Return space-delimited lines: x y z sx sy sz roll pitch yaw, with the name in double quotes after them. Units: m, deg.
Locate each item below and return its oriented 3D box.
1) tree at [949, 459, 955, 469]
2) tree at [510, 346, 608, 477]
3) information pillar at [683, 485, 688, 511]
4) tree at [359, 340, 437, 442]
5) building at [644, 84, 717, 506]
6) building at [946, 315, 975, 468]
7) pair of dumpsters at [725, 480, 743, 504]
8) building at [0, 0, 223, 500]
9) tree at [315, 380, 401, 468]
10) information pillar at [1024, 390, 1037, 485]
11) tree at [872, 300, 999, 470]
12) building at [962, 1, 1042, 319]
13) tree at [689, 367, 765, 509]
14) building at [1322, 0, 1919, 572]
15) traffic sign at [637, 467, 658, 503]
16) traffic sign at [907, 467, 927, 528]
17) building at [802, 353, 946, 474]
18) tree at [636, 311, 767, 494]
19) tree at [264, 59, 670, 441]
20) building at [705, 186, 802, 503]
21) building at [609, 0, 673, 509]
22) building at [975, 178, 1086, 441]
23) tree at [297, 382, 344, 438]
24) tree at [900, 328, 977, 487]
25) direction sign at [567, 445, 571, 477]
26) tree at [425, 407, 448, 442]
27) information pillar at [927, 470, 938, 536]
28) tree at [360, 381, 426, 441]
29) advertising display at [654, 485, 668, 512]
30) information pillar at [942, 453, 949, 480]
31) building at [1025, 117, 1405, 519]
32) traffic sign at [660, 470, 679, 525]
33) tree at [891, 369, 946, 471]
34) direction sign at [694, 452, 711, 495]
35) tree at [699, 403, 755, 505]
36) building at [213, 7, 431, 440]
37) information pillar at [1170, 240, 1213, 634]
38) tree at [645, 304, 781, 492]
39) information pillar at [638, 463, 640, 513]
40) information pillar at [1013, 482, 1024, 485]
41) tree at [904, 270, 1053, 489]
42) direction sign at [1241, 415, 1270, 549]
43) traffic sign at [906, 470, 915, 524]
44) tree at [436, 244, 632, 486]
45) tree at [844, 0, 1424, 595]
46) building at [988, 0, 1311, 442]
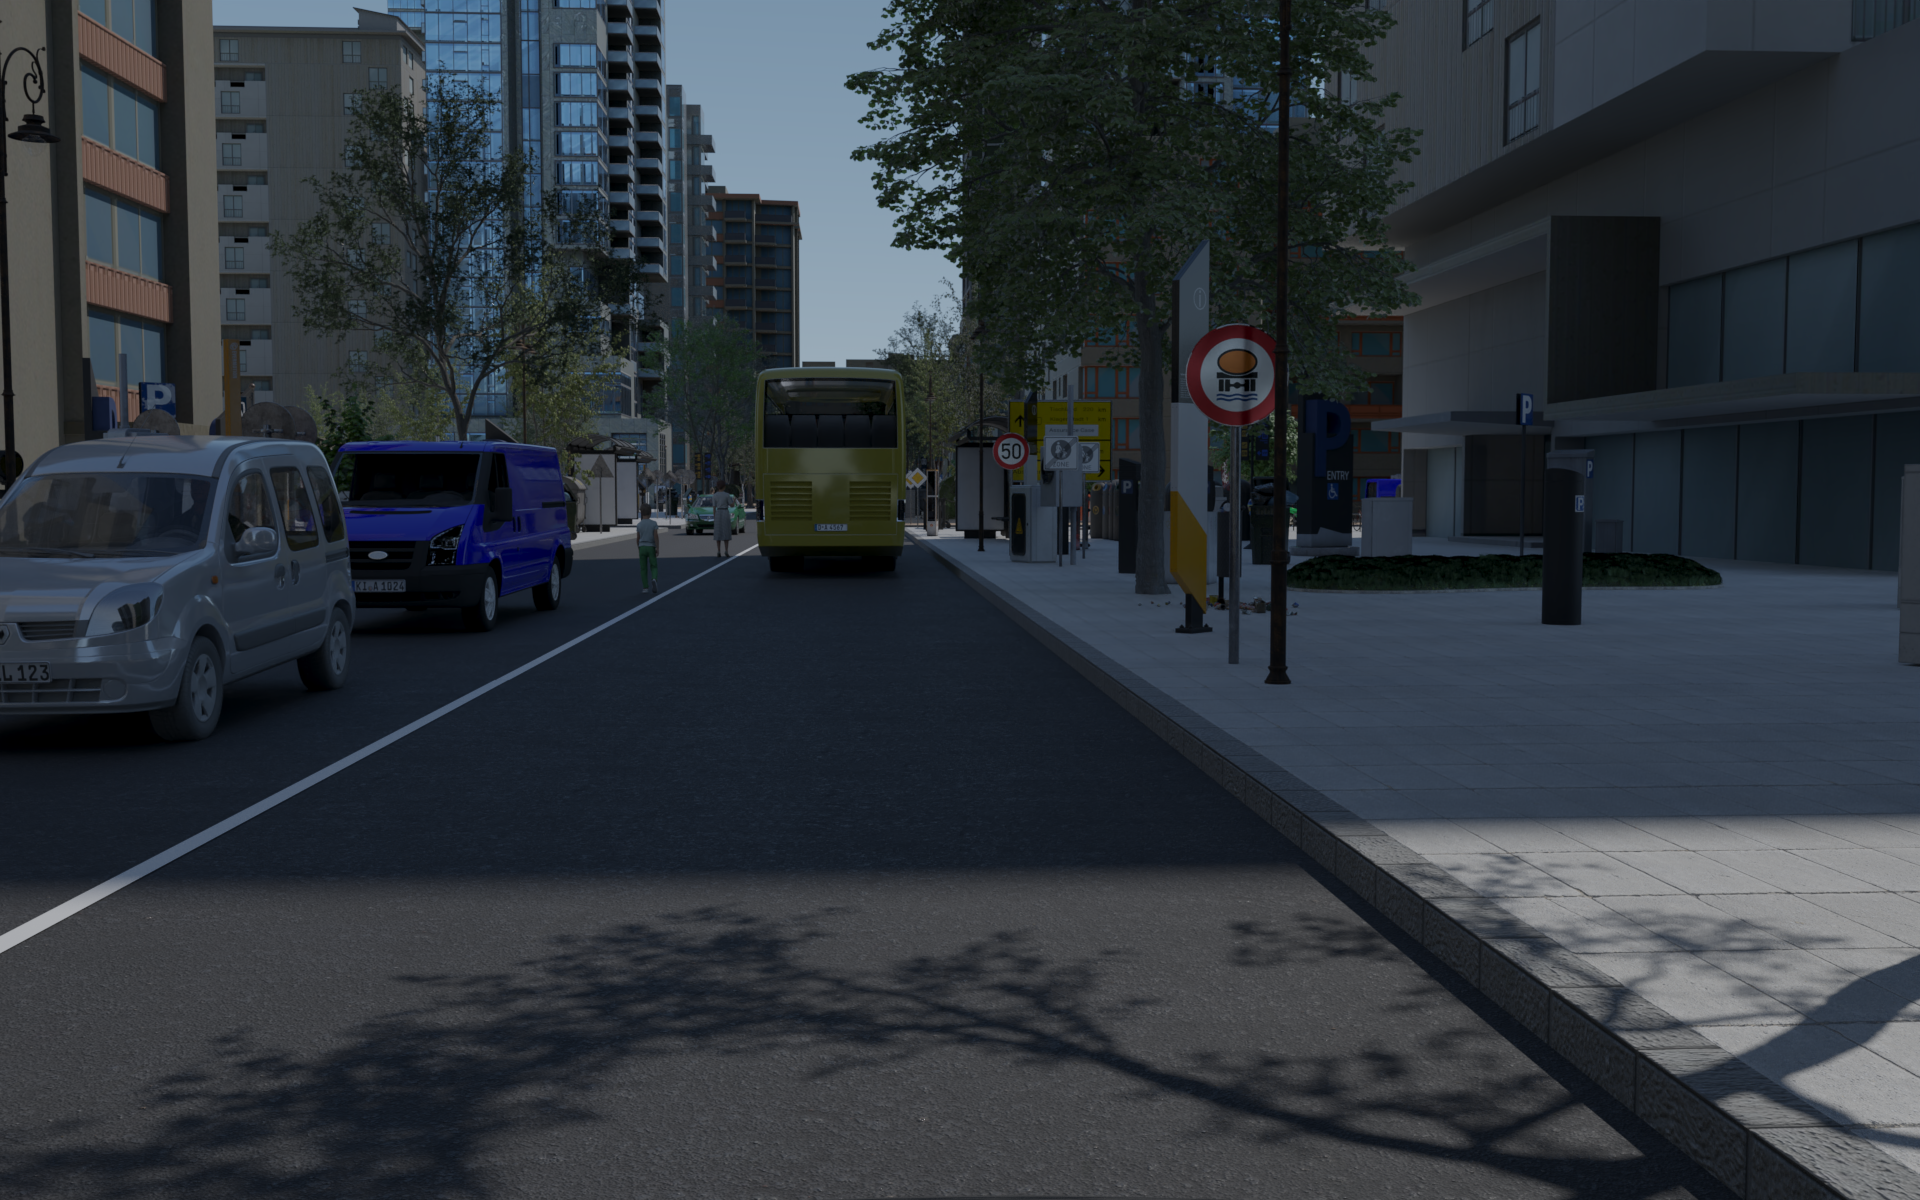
0.729 -8.876 128.833 4.285 4.588 4.351 0 3 0 "tree"
-19.258 -8.179 84.089 4.360 8.622 3.978 0 3 0 "tree"
-21.139 -7.870 133.171 0.304 2.012 0.304 -2 4 -31 "information pillar"
-23.873 -7.814 78.128 4.737 8.622 4.395 0 3 0 "tree"
-44.023 -35.599 201.650 30.456 49.044 23.786 0 4 -3 "building"
13.382 -20.641 182.520 27.650 21.520 28.899 0 4 -3 "building"
-16.133 -7.292 121.711 1.574 2.255 4.437 0 4 -3 "pair of dumpsters"
-33.497 -23.746 42.872 28.867 44.769 22.147 0 4 -3 "building"
-10.290 -2.136 29.526 1.663 3.219 1.824 0 3 0 "tree"
1.508 -2.784 36.870 0.183 3.616 0.504 2 4 29 "information pillar"
-1.539 -9.154 84.074 7.601 10.594 8.767 -1 4 -22 "tree"
8.864 -46.925 205.482 20.563 71.187 20.611 0 4 -3 "building"
-18.588 -14.404 152.507 9.611 12.733 9.660 0 3 0 "tree"
25.103 -27.520 39.184 28.713 52.752 27.495 0 4 -3 "building"
-11.671 -3.731 64.641 0.795 2.450 0.064 0 4 -3 "traffic sign"
-1.594 -3.767 65.236 0.795 2.450 0.064 0 4 -3 "traffic sign"
-8.569 -25.007 253.895 28.899 21.520 27.650 0 4 -3 "building"
-14.651 -10.624 99.453 9.928 11.665 9.643 0 3 0 "tree"
-10.433 -6.259 36.754 8.767 10.594 7.601 -1 4 -14 "tree"
-37.214 -36.318 248.423 28.867 44.769 22.147 0 4 -3 "building"
-37.764 -51.822 159.964 22.319 86.520 31.000 0 4 -3 "building"
8.245 -23.753 160.063 14.160 30.474 14.107 0 4 -3 "building"
-42.251 -9.949 113.022 4.737 8.622 4.395 0 3 0 "tree"
-0.947 -7.698 76.219 4.737 8.622 4.395 0 3 0 "tree"
-17.259 -5.217 77.301 0.876 3.537 0.379 3 5 43 "direction sign"
-43.123 -11.506 138.477 4.360 8.622 3.978 0 3 0 "tree"
-0.837 -2.942 52.587 0.304 2.012 0.304 1 4 11 "information pillar"
-36.327 -9.653 108.192 4.360 8.622 3.978 0 3 0 "tree"
-21.437 -7.274 124.137 0.974 1.923 0.123 0 4 -7 "advertising display"
-0.828 -6.565 98.691 0.183 3.616 0.504 -3 5 -39 "information pillar"
19.437 -15.493 98.347 28.899 21.520 27.650 0 4 -3 "building"
-12.159 -4.218 72.612 0.795 2.450 0.064 0 4 -3 "traffic sign"
-4.739 -13.090 139.782 9.928 11.665 9.643 0 3 0 "tree"
-13.964 -6.244 94.082 0.876 3.537 0.379 0 4 -5 "direction sign"
-17.220 -10.827 127.380 4.360 8.622 3.978 0 3 0 "tree"
-72.754 -37.151 196.665 27.495 52.752 28.713 0 4 -3 "building"
2.115 -1.501 15.895 0.183 3.616 0.504 3 5 42 "information pillar"
-15.372 -12.301 111.483 12.009 13.543 11.850 0 3 0 "tree"
-22.142 -7.817 119.161 0.183 3.616 0.504 -1 4 -13 "information pillar"
1.528 -2.440 44.380 0.304 2.012 0.304 2 4 35 "information pillar"
0.630 -6.446 55.751 4.360 8.622 3.978 0 3 0 "tree"
6.791 -2.952 40.259 0.876 3.537 0.379 3 5 40 "direction sign"
-2.082 -4.255 73.206 0.795 2.450 0.064 0 4 -3 "traffic sign"
-12.084 -6.145 50.839 4.737 8.622 4.395 0 3 0 "tree"
2.042 -6.351 21.970 7.486 12.596 7.792 0 3 0 "tree"
14.455 -50.121 132.150 22.319 86.520 31.000 0 4 -3 "building"
